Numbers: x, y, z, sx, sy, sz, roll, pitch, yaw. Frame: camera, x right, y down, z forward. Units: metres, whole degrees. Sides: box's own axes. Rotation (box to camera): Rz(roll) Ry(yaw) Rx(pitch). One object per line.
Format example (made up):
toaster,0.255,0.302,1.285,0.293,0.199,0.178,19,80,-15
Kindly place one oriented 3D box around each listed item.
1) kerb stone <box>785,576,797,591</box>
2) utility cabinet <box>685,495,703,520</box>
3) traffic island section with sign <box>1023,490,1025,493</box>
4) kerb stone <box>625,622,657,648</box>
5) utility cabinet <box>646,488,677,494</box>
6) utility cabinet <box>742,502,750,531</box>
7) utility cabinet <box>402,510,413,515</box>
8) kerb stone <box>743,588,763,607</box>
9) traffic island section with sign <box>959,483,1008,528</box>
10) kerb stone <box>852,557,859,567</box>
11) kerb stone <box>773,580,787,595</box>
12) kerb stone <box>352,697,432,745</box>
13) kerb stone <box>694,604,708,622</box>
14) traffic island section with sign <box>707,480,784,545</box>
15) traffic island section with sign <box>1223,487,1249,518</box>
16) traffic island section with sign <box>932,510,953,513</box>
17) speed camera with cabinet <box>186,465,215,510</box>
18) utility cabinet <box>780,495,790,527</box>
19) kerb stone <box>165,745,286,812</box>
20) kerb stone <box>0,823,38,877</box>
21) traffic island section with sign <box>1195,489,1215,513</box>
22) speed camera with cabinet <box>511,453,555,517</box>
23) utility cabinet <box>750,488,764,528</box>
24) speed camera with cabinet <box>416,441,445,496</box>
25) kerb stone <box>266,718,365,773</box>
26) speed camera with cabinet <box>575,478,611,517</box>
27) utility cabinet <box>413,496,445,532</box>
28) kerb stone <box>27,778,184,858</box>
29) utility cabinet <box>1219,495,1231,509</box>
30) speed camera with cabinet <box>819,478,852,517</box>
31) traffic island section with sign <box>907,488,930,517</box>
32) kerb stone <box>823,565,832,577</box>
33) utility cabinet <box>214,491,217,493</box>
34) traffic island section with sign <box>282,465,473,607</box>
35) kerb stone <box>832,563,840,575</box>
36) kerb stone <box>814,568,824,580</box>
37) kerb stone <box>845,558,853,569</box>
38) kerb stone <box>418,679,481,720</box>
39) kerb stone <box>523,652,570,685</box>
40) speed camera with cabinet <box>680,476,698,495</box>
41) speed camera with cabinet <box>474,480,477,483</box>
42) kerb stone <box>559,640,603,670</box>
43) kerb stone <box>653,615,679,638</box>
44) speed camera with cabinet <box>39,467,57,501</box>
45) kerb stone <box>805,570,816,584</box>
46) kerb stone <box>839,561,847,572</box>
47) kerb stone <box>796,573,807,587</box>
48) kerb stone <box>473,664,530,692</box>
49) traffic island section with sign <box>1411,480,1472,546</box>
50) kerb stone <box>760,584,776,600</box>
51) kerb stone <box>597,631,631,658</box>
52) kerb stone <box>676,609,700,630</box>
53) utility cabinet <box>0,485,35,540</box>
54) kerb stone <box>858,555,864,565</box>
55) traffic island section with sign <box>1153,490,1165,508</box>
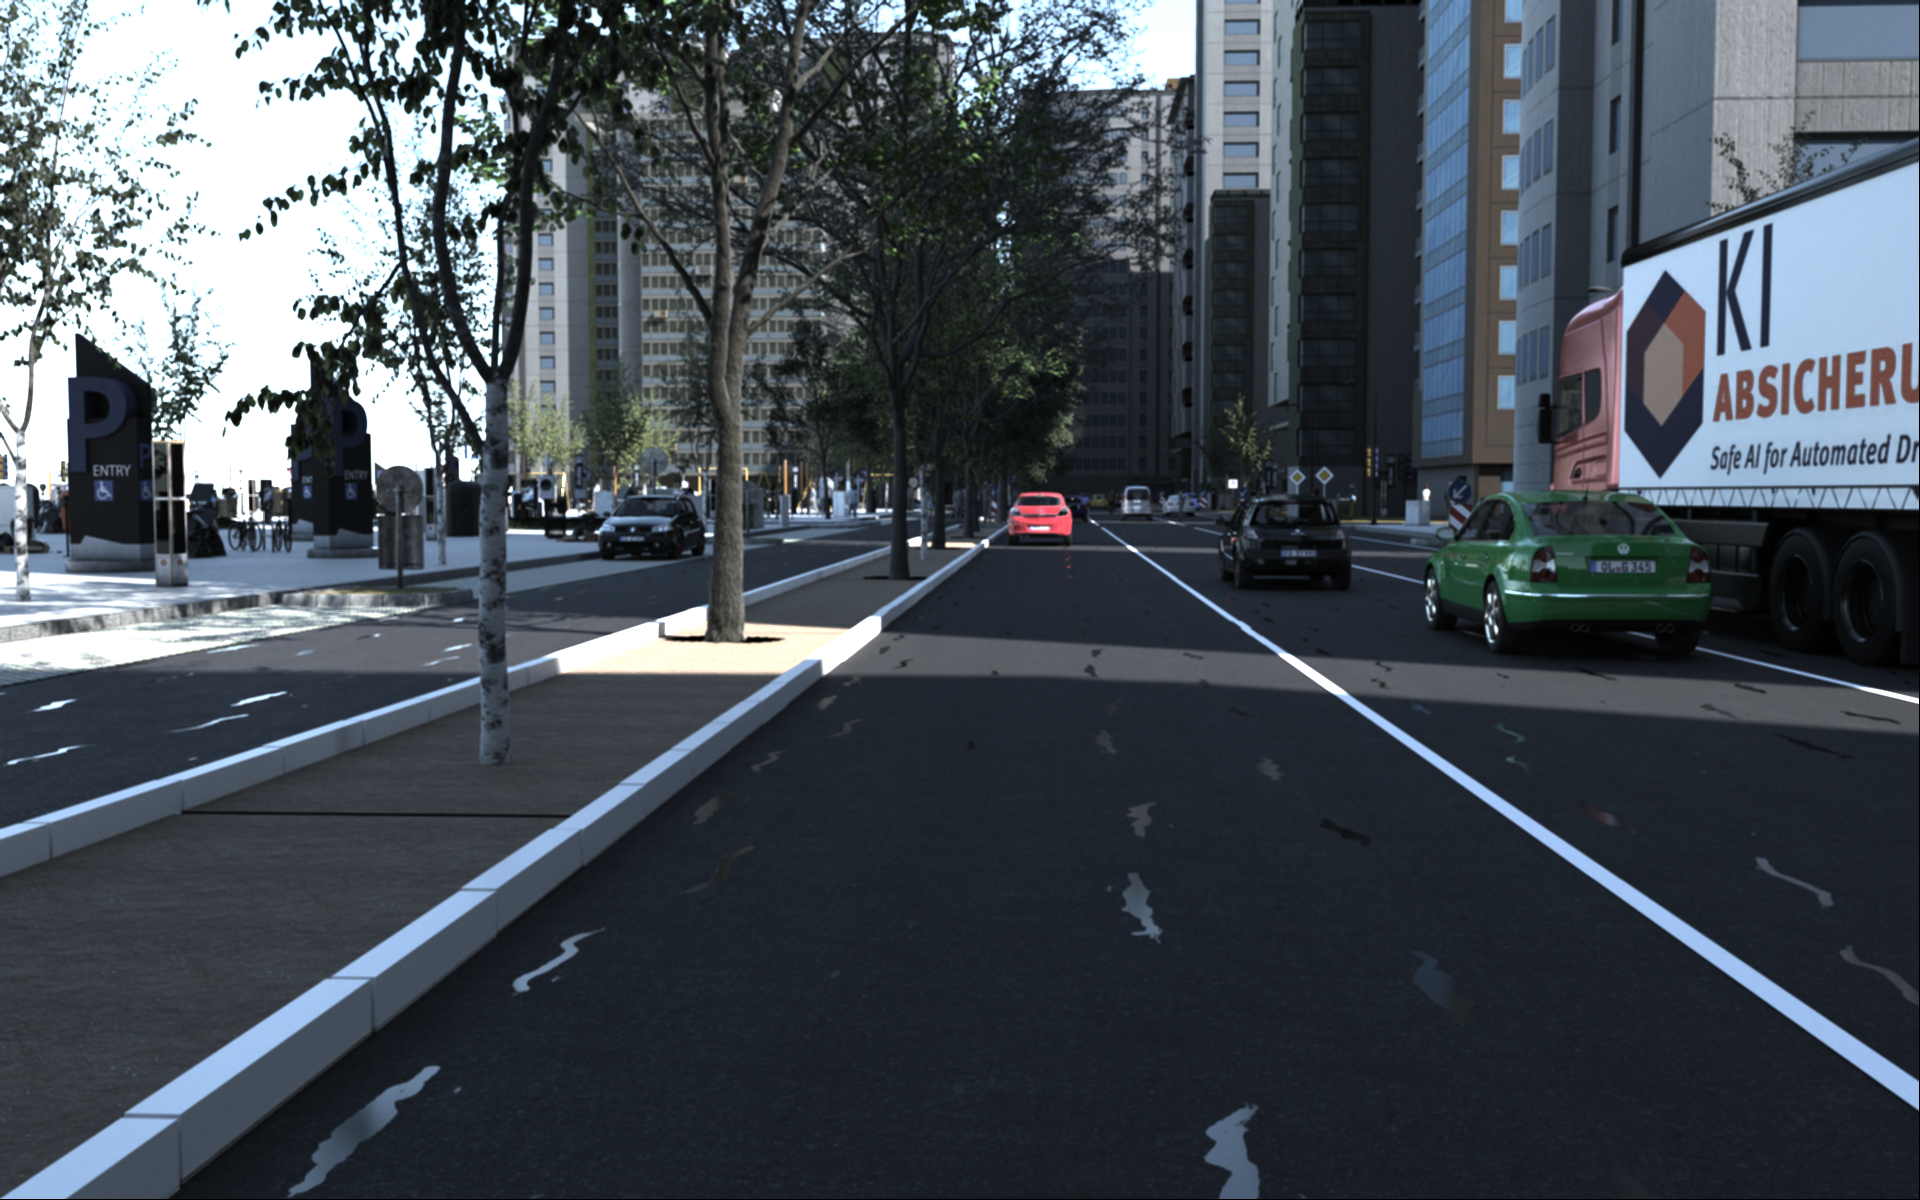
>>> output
kerb stone,-2.584,-0.213,25.682,0.120,0.150,1.000,0,4,3
utility cabinet,-13.119,-4.534,85.299,1.020,1.237,0.306,-1,4,-17
traffic island section with sign,5.462,-8.988,155.093,2.006,1.907,1.989,0,4,3
kerb stone,-3.077,0.350,16.470,0.120,0.150,1.000,0,4,3
utility cabinet,-11.727,-3.636,68.126,1.173,1.500,0.318,-1,4,-12
utility cabinet,-7.671,-3.016,60.479,0.306,1.237,1.020,1,4,16
utility cabinet,-20.043,-3.144,62.561,0.306,1.237,1.020,3,4,37
kerb stone,-2.743,-0.025,22.610,0.120,0.150,1.000,0,4,3
traffic island section with sign,1.013,-3.947,72.667,2.006,1.907,1.989,0,4,3
kerb stone,-2.147,-0.713,33.856,0.120,0.150,1.000,0,4,3
kerb stone,-2.636,-0.151,24.661,0.120,0.150,1.000,0,4,3
kerb stone,-3.407,0.725,10.336,0.120,0.150,1.000,0,4,3
kerb stone,-2.919,0.162,19.542,0.120,0.150,1.000,0,4,3
traffic island section with sign,-6.120,-2.517,49.781,1.989,1.847,2.006,0,4,3
traffic island section with sign,16.870,-5.846,104.206,1.989,1.847,2.006,0,4,3
traffic island section with sign,-1.582,-7.664,133.933,1.989,1.847,2.006,0,4,3
speed camera with cabinet,-51.333,-7.481,116.656,2.038,3.252,0.660,-1,4,-18
utility cabinet,-6.977,-3.522,68.753,0.306,1.237,1.020,-1,4,-10
kerb stone,-3.522,0.853,8.295,0.120,0.150,1.000,0,4,3
kerb stone,-3.634,0.975,6.250,0.120,0.150,1.000,0,4,3
traffic island section with sign,18.374,-7.554,132.131,1.989,1.847,2.006,0,4,3
speed camera with cabinet,-20.652,-5.469,83.760,2.038,3.252,0.660,0,4,-1
utility cabinet,-7.894,-3.407,64.390,1.173,1.500,0.318,-1,4,-21
speed camera with cabinet,-18.730,-4.182,62.711,0.660,3.252,2.038,2,4,28
kerb stone,-3.471,0.788,9.316,0.120,0.150,1.000,0,4,3
speed camera with cabinet,-20.780,-6.355,98.247,2.038,3.252,0.660,-1,4,-10
utility cabinet,-17.792,-2.892,58.447,1.020,1.237,0.306,-2,4,-31
kerb stone,-3.579,0.913,7.270,0.120,0.150,1.000,0,4,3
utility cabinet,23.302,-8.626,152.196,1.020,1.237,0.306,-1,4,-23
speed camera with cabinet,-7.036,-6.331,97.845,2.038,3.252,0.660,3,5,40
traffic island section with sign,-3.071,-5.972,106.273,1.989,1.847,2.006,0,4,3
kerb stone,-2.363,-0.463,29.764,0.120,0.150,1.000,0,4,3
utility cabinet,-32.225,-4.030,74.570,0.318,1.500,1.173,-1,4,-13
traffic island section with sign,-7.570,-0.871,22.865,1.989,1.847,2.006,0,4,3
kerb stone,-2.307,-0.525,30.786,0.120,0.150,1.000,0,4,3
kerb stone,-2.421,-0.400,28.743,0.120,0.150,1.000,0,4,3
kerb stone,-2.189,-0.650,32.829,0.120,0.150,1.000,0,4,3
kerb stone,-3.353,0.663,11.356,0.120,0.150,1.000,0,4,3
kerb stone,-3.239,0.539,13.399,0.120,0.150,1.000,0,4,3
speed camera with cabinet,-19.802,-8.149,127.578,2.038,3.252,0.660,-2,4,-33
speed camera with cabinet,-23.042,-5.299,80.977,2.038,3.252,0.660,0,4,-4
kerb stone,-3.188,0.475,14.422,0.120,0.150,1.000,0,4,3
kerb stone,-3.028,0.289,17.496,0.120,0.150,1.000,0,4,3
speed camera with cabinet,-66.582,-8.029,125.613,2.038,3.252,0.660,-2,4,-35
kerb stone,-2.474,-0.338,27.723,0.120,0.150,1.000,0,4,3
kerb stone,-2.248,-0.587,31.807,0.120,0.150,1.000,0,4,3
kerb stone,-2.530,-0.276,26.703,0.120,0.150,1.000,0,4,3
kerb stone,-3.306,0.601,12.377,0.120,0.150,1.000,0,4,3
traffic island section with sign,13.890,-2.477,49.133,1.989,1.847,2.006,0,4,3
kerb stone,-2.693,-0.088,23.636,0.120,0.150,1.000,0,4,3
kerb stone,-3.137,0.414,15.443,0.120,0.150,1.000,0,4,3
kerb stone,-2.969,0.228,18.516,0.120,0.150,1.000,0,4,3
utility cabinet,-24.020,-2.165,44.077,1.173,1.500,0.318,2,4,32
kerb stone,-2.091,-0.776,34.876,0.120,0.150,1.000,0,4,3
traffic island section with sign,21.053,-10.590,181.770,1.989,1.847,2.006,0,4,3
